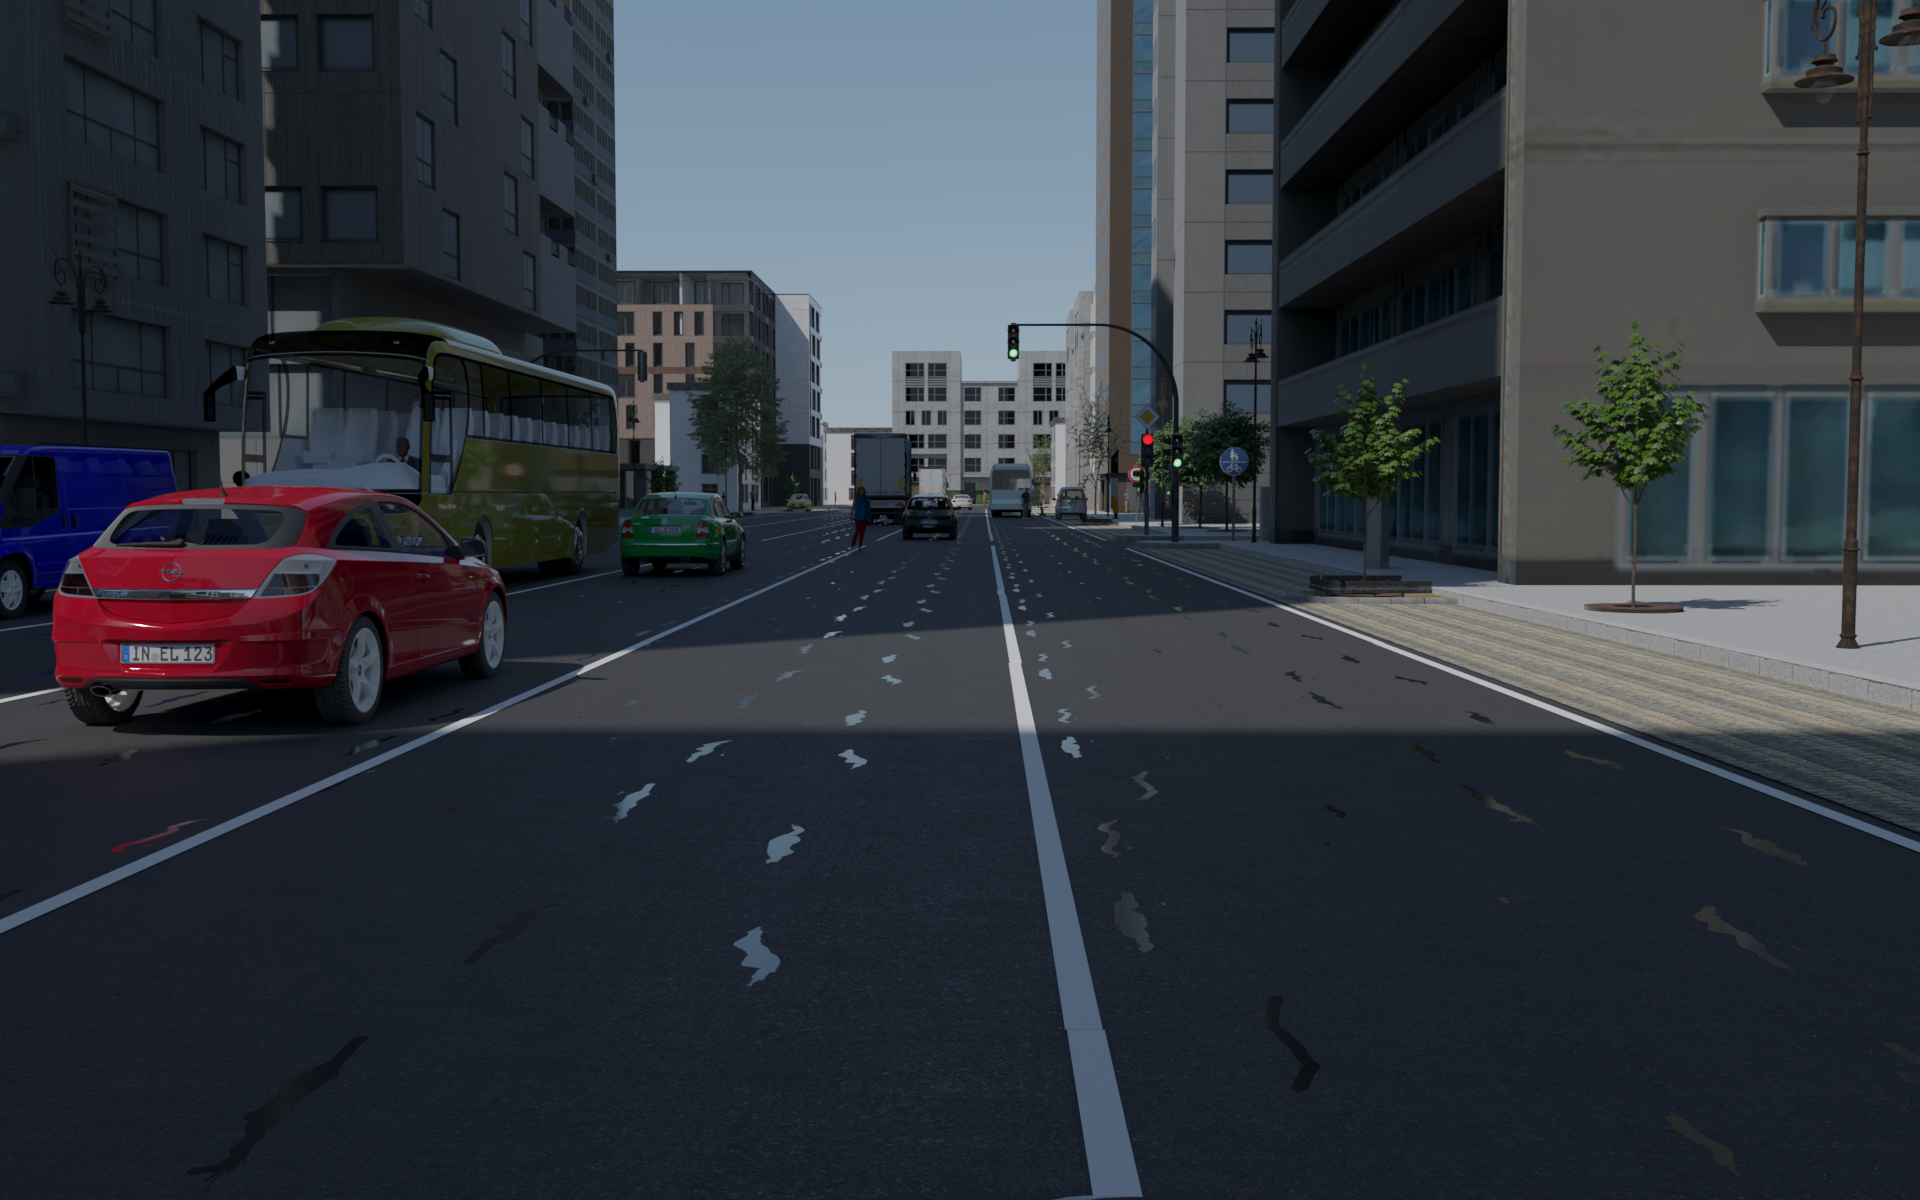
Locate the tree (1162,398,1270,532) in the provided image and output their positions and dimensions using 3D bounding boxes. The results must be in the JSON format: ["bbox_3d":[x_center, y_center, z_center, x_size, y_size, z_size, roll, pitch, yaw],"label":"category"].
[{"bbox_3d":[9.266,-4.633,59.471,4.285,4.588,4.351,0,3,0],"label":"tree"}]

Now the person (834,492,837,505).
[{"bbox_3d":[-15.186,-12.412,212.116,0.721,1.739,1.217,0,4,2],"label":"person"}]

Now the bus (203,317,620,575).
[{"bbox_3d":[-7.982,-2.218,27.817,2.896,3.916,12.252,0,4,1],"label":"bus"}]

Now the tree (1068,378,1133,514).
[{"bbox_3d":[8.740,-9.769,110.089,4.360,8.622,3.978,0,3,0],"label":"tree"}]

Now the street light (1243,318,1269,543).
[{"bbox_3d":[7.774,-4.454,45.615,0.468,5.910,1.993,0,4,1],"label":"street light"}]

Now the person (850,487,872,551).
[{"bbox_3d":[-2.516,-2.054,43.789,0.593,1.614,0.444,-1,4,-12],"label":"person"}]

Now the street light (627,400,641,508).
[{"bbox_3d":[-15.982,-6.859,84.931,0.468,5.910,1.993,0,4,1],"label":"street light"}]

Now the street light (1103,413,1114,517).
[{"bbox_3d":[8.455,-7.704,98.745,0.468,5.910,1.993,0,4,1],"label":"street light"}]

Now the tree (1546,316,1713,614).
[{"bbox_3d":[7.301,-1.496,19.060,1.663,3.219,1.824,0,3,0],"label":"tree"}]

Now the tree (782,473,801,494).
[{"bbox_3d":[-15.105,-9.898,156.435,1.663,3.219,1.824,0,3,0],"label":"tree"}]

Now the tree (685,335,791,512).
[{"bbox_3d":[-16.213,-12.611,124.312,7.486,12.596,7.792,0,3,0],"label":"tree"}]

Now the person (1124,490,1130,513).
[{"bbox_3d":[11.079,-6.541,115.058,0.516,1.574,0.319,-3,4,-37],"label":"person"}]

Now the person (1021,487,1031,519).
[{"bbox_3d":[3.758,-5.499,98.537,0.598,1.807,0.434,-1,4,-19],"label":"person"}]

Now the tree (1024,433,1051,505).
[{"bbox_3d":[9.772,-15.681,206.751,4.737,8.622,4.395,0,3,0],"label":"tree"}]

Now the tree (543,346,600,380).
[{"bbox_3d":[-19.693,-8.266,85.511,4.360,8.622,3.978,0,3,0],"label":"tree"}]

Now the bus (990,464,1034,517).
[{"bbox_3d":[3.322,-7.107,111.057,2.948,3.499,13.247,0,4,2],"label":"bus"}]

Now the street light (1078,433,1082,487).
[{"bbox_3d":[8.915,-9.552,128.960,0.468,5.910,1.993,0,4,1],"label":"street light"}]

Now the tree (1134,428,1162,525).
[{"bbox_3d":[8.968,-4.967,64.929,4.285,4.588,4.351,0,3,0],"label":"tree"}]

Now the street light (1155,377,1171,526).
[{"bbox_3d":[8.028,-5.856,68.530,0.468,5.910,1.993,0,4,1],"label":"street light"}]

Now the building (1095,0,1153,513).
[{"bbox_3d":[16.911,-28.835,121.560,14.600,45.320,14.200,0,4,1],"label":"building"}]

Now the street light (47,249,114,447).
[{"bbox_3d":[-16.629,-3.676,32.893,0.468,5.910,1.993,0,4,1],"label":"street light"}]

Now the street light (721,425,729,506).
[{"bbox_3d":[-15.605,-8.727,115.475,0.468,5.910,1.993,0,4,1],"label":"street light"}]

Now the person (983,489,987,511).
[{"bbox_3d":[2.011,-8.198,142.542,0.705,1.824,1.348,0,4,-1],"label":"person"}]

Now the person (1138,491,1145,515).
[{"bbox_3d":[11.191,-6.079,106.161,0.841,1.734,0.376,-1,4,-8],"label":"person"}]

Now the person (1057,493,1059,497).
[{"bbox_3d":[9.948,-10.223,173.634,0.568,1.767,0.683,3,5,43],"label":"person"}]

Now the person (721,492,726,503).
[{"bbox_3d":[-16.060,-6.602,117.213,0.726,1.434,0.776,-2,4,-26],"label":"person"}]

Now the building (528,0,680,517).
[{"bbox_3d":[-33.668,-25.066,101.704,32.217,40.220,23.993,0,4,1],"label":"building"}]

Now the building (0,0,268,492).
[{"bbox_3d":[-24.750,-21.776,39.633,14.086,41.232,14.154,0,4,1],"label":"building"}]

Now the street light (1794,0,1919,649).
[{"bbox_3d":[7.394,-2.536,14.245,0.468,5.910,1.993,0,4,1],"label":"street light"}]

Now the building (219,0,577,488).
[{"bbox_3d":[-31.068,-29.258,67.603,28.713,52.752,27.495,0,4,1],"label":"building"}]

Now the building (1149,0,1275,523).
[{"bbox_3d":[20.357,-33.369,87.579,21.231,58.520,28.212,0,4,1],"label":"building"}]

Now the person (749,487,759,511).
[{"bbox_3d":[-15.985,-7.822,133.946,0.705,1.823,1.348,1,4,22],"label":"person"}]

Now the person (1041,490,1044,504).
[{"bbox_3d":[9.489,-11.784,199.263,0.434,1.755,0.990,1,4,14],"label":"person"}]

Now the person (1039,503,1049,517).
[{"bbox_3d":[5.355,-5.751,110.452,0.695,0.859,0.347,2,4,26],"label":"person"}]

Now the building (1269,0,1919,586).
[{"bbox_3d":[18.591,-25.046,33.197,21.300,48.544,21.600,0,4,1],"label":"building"}]
